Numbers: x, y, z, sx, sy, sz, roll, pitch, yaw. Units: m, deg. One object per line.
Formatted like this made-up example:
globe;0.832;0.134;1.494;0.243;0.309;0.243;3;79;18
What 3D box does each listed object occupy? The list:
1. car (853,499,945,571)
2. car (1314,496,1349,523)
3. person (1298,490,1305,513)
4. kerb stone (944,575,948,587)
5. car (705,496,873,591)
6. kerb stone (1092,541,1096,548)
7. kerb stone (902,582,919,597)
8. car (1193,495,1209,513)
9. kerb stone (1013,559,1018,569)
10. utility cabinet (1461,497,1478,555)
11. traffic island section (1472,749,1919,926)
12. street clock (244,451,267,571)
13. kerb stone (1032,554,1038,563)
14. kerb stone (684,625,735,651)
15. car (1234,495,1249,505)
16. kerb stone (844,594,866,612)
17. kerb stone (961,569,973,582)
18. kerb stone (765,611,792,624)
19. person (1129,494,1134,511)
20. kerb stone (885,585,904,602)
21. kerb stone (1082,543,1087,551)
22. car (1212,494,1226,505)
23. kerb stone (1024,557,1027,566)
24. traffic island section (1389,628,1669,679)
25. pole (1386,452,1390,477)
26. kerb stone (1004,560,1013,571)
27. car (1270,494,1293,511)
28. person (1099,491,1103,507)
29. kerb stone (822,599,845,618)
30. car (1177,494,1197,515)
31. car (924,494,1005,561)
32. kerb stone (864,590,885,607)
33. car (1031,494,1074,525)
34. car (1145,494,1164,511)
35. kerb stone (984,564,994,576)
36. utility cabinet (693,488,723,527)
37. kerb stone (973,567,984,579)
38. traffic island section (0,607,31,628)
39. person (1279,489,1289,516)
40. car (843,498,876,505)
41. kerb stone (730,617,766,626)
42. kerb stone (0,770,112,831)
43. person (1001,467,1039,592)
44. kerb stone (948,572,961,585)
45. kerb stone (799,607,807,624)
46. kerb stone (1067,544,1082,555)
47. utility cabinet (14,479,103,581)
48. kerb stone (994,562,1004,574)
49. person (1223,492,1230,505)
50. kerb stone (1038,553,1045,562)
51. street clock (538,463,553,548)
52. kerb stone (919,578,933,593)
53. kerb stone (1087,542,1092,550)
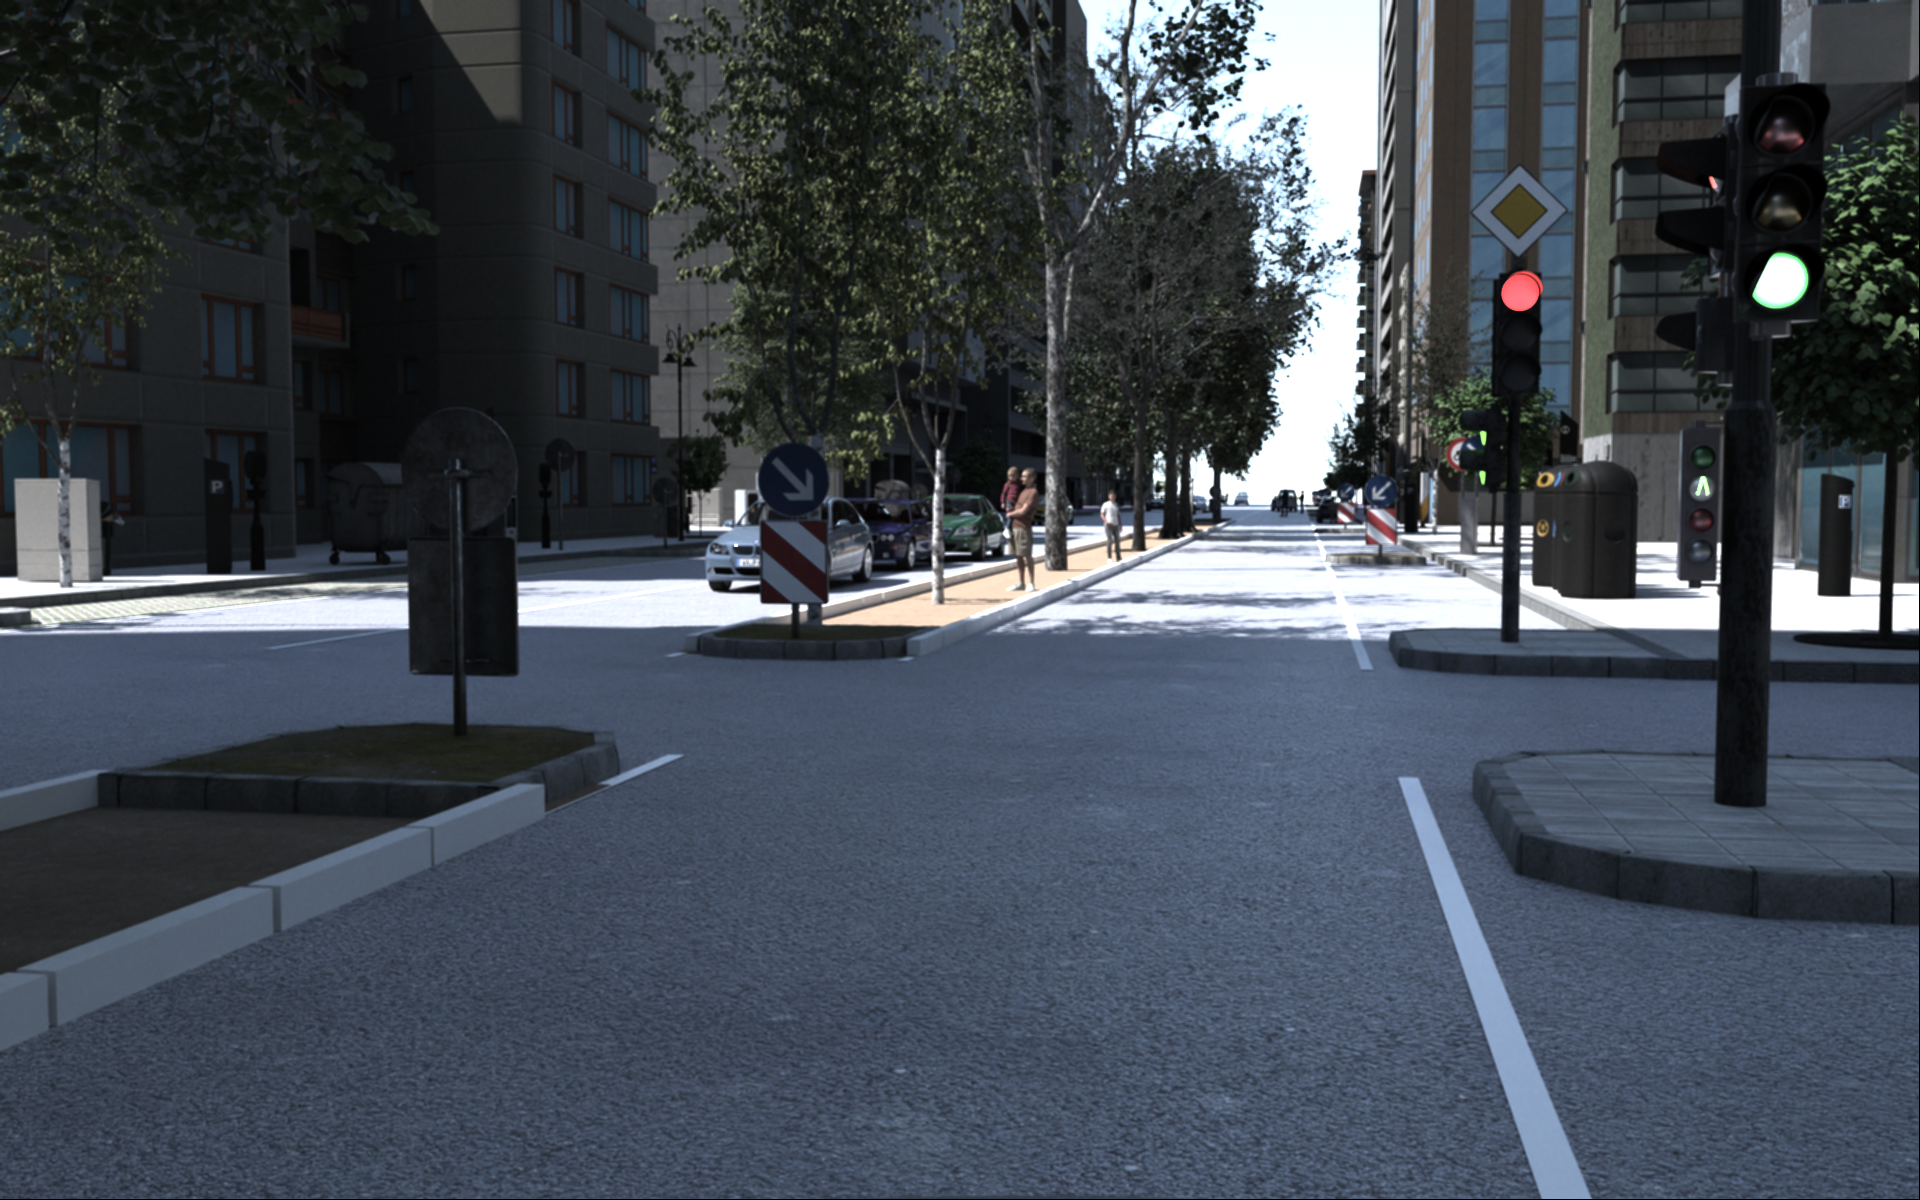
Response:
car;-1.469;-1.292;33.712;1.945;1.354;3.894;1;4;12
car;18.760;-4.537;86.764;1.945;1.354;3.894;1;4;10
person;25.528;-7.359;129.637;0.721;1.723;1.217;0;4;-5
kerb stone;-0.372;-0.248;26.250;0.120;0.150;1.000;1;4;11
car;-2.554;-0.916;26.977;2.014;1.417;4.499;1;4;10
kerb stone;3.389;-1.414;45.353;0.120;0.150;1.000;1;4;11
kerb stone;-0.771;-0.125;24.246;0.120;0.150;1.000;1;4;11
car;18.173;-7.411;133.529;2.083;1.381;4.827;1;4;13
kerb stone;1.009;-0.678;33.292;0.120;0.150;1.000;1;4;11
utility cabinet;10.877;-1.581;37.014;0.306;1.237;1.020;1;4;19
traffic island section;3.255;0.922;7.207;2.009;0.180;2.903;1;4;11
street clock;-11.799;-1.497;29.050;0.358;2.002;0.471;-3;4;-39
kerb stone;1.403;-0.799;35.301;0.120;0.150;1.000;1;4;11
kerb stone;-2.351;0.368;16.211;0.120;0.150;1.000;1;4;11
car;36.802;-13.083;226.271;2.083;1.381;4.827;1;4;12
kerb stone;-1.371;0.065;21.229;0.120;0.150;1.000;1;4;11
kerb stone;0.015;-0.371;28.267;0.120;0.150;1.000;1;4;11
kerb stone;-1.961;0.245;18.217;0.120;0.150;1.000;1;4;11
person;14.885;-8.408;149.234;1.065;1.426;0.557;1;4;10
kerb stone;-0.961;-0.064;23.235;0.120;0.150;1.000;1;4;11
kerb stone;2.992;-1.294;43.348;0.120;0.150;1.000;1;4;11
car;35.381;-13.850;236.226;2.009;1.686;4.222;1;4;10
kerb stone;1.211;-0.740;34.294;0.120;0.150;1.000;1;4;11
traffic island section;4.797;0.443;15.042;2.009;0.180;2.903;1;4;11
pole;20.853;-5.541;84.438;0.158;3.312;0.155;0;3;0
kerb stone;0.807;-0.616;32.281;0.120;0.150;1.000;1;4;11
car;27.479;-8.305;147.790;2.014;1.417;4.499;1;4;12
person;14.171;-10.051;173.761;0.530;1.710;0.541;1;4;11
kerb stone;-1.557;0.125;20.224;0.120;0.150;1.000;1;4;11
car;15.539;-6.782;120.667;2.009;1.686;4.222;1;4;9
car;-0.125;-1.634;38.515;2.131;1.459;4.920;1;4;10
kerb stone;-1.172;-0.002;22.231;0.120;0.150;1.000;1;4;11
car;4.241;-4.270;80.044;2.015;1.641;3.980;1;4;10
car;16.491;-8.268;144.968;2.009;1.686;4.222;1;4;10
kerb stone;0.412;-0.494;30.274;0.120;0.150;1.000;1;4;11
utility cabinet;-9.813;-3.594;67.446;1.173;1.500;0.318;2;4;24
kerb stone;0.220;-0.433;29.269;0.120;0.150;1.000;1;4;11
traffic island section;-11.285;0.249;18.202;2.009;0.180;2.903;1;4;11
person;20.729;-6.242;111.009;0.568;1.767;0.683;3;5;44
car;-2.925;-1.955;44.548;1.945;1.354;3.894;1;4;11
kerb stone;-2.161;0.305;17.215;0.120;0.150;1.000;1;4;11
kerb stone;-4.063;0.895;7.565;0.120;0.150;1.000;1;4;11
person;0.891;-1.039;25.459;0.580;1.828;0.573;1;4;11
kerb stone;-0.183;-0.308;27.265;0.120;0.150;1.000;1;4;11
kerb stone;-1.763;0.182;19.222;0.120;0.150;1.000;1;4;11
kerb stone;2.793;-1.232;42.344;0.120;0.150;1.000;1;4;11
utility cabinet;-13.146;-1.015;25.279;1.173;1.500;0.318;1;4;10
kerb stone;0.613;-0.555;31.276;0.120;0.150;1.000;1;4;11
person;34.404;-13.102;223.534;1.217;1.723;0.721;-3;4;-37
kerb stone;1.605;-0.861;36.311;0.120;0.150;1.000;1;4;11
street clock;-9.790;-2.223;40.910;0.358;2.002;0.471;0;4;-8
kerb stone;-0.578;-0.186;25.249;0.120;0.150;1.000;1;4;11
kerb stone;3.192;-1.355;44.350;0.120;0.150;1.000;1;4;11
